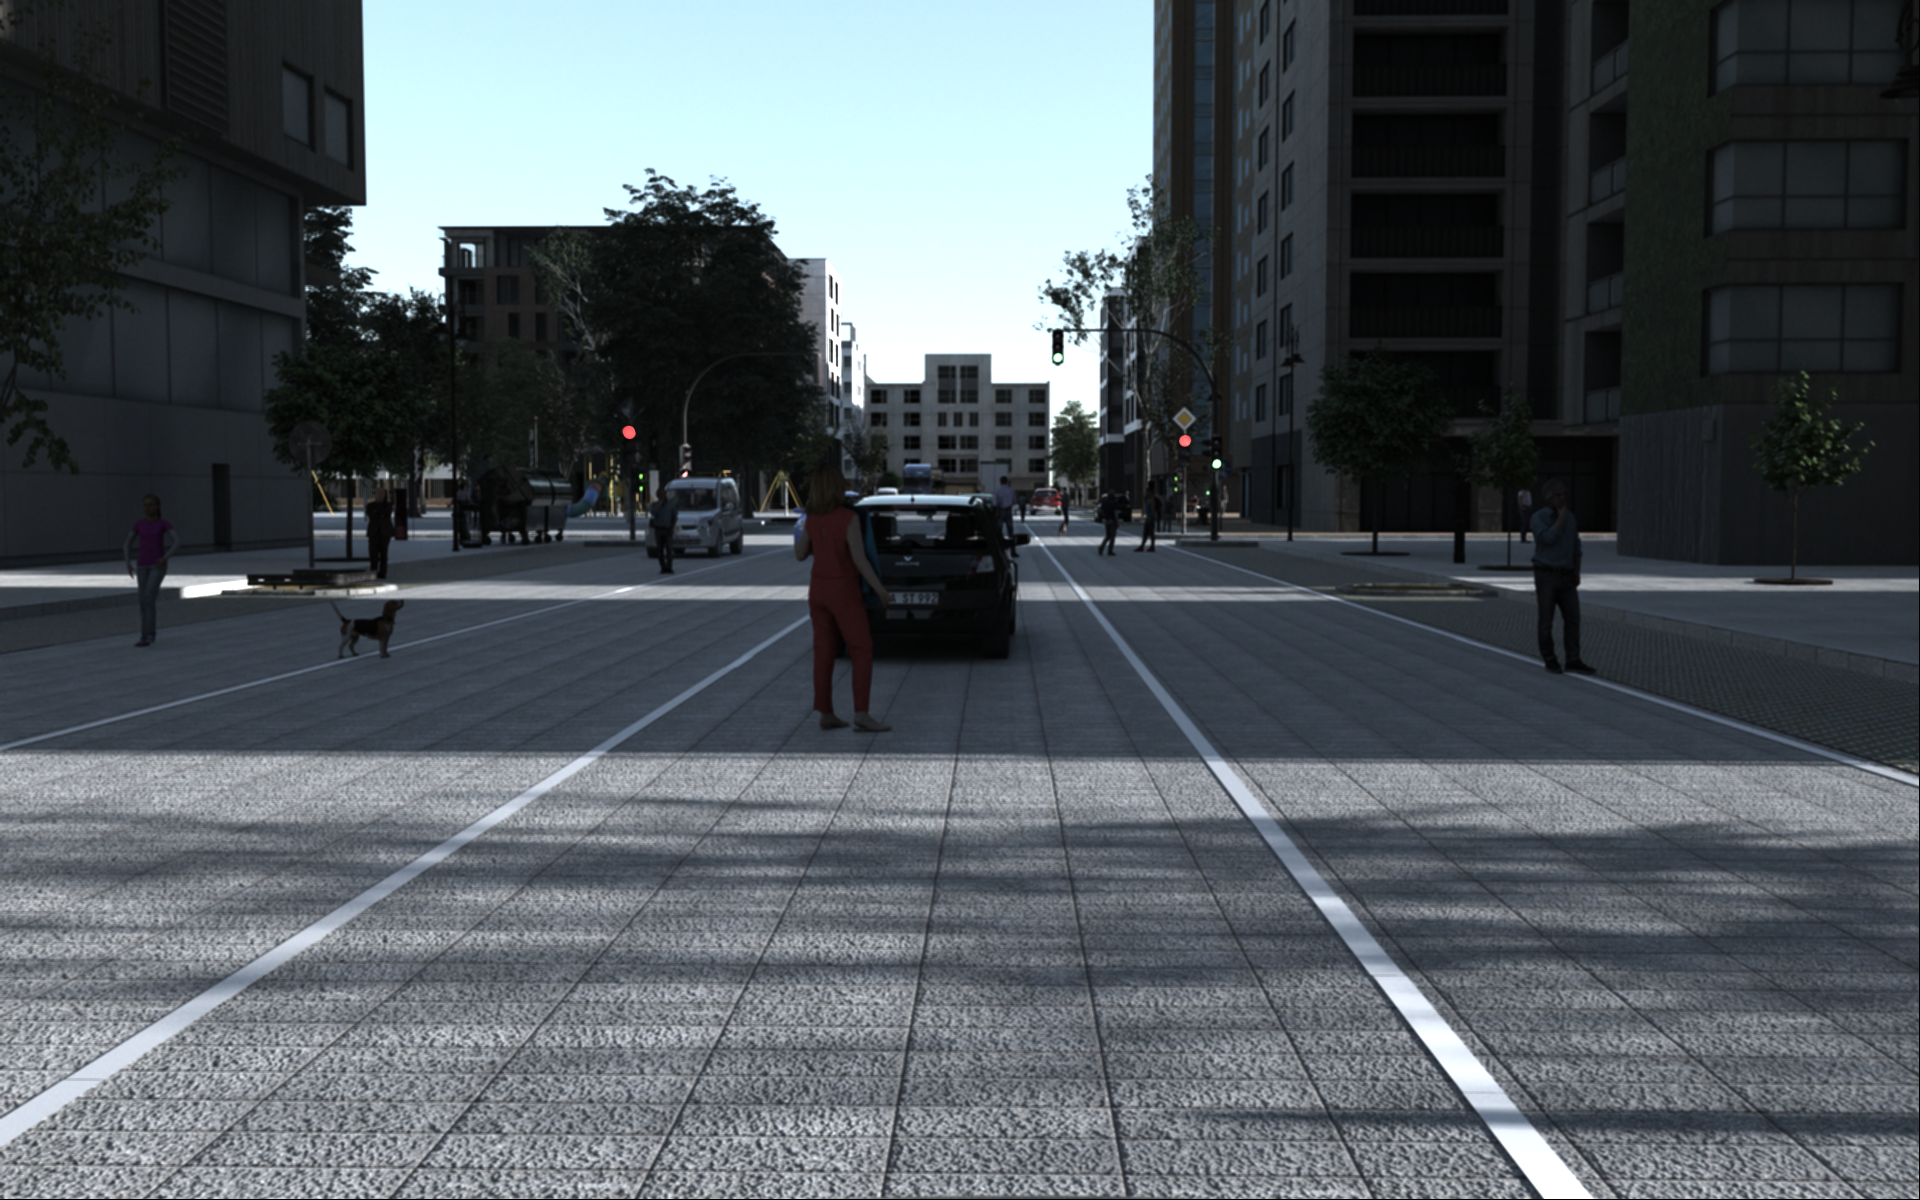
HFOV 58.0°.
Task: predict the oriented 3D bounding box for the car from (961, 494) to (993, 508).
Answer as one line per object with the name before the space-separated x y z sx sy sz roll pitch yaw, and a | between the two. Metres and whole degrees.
car | 0.548 -2.971 60.368 2.131 1.459 4.920 0 4 2

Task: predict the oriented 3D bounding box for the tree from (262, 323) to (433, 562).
tree | -11.777 -3.029 33.233 4.285 4.588 4.351 0 3 0

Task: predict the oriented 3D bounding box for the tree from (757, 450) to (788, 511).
tree | -14.416 -10.911 128.750 4.360 8.622 3.978 0 3 0

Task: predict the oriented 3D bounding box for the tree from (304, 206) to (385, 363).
tree | -26.398 -9.683 64.965 9.857 13.997 8.962 0 3 0

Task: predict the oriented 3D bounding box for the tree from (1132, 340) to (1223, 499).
tree | 10.026 -8.046 81.909 4.360 8.622 3.978 0 3 0

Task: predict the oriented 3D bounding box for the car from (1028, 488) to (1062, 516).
car | 5.743 -6.579 116.236 2.281 1.827 5.304 0 4 1

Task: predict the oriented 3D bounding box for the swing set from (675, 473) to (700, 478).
swing set | -19.521 -7.911 126.962 3.119 2.851 2.862 0 4 -2

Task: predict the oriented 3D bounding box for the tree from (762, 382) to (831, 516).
tree | -10.379 -9.200 100.782 4.737 8.622 4.395 0 3 0

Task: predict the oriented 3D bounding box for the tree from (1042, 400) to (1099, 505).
tree | 13.769 -17.769 208.651 7.486 12.596 7.792 0 3 0

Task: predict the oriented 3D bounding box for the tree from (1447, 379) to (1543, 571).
tree | 9.419 -2.130 29.431 1.663 3.219 1.824 0 3 0

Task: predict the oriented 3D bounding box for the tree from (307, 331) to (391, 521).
tree | -27.896 -7.587 74.408 4.737 8.622 4.395 0 3 0

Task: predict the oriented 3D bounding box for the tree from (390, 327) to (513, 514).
tree | -34.097 -11.762 110.435 7.486 12.596 7.792 0 3 0

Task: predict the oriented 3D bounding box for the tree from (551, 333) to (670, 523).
tree | -15.023 -7.740 76.904 4.737 8.622 4.395 0 3 0

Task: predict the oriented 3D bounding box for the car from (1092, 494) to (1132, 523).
car | 7.739 -4.763 87.661 2.009 1.686 4.222 0 4 1

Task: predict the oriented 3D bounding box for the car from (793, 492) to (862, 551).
car | -3.063 -2.007 42.398 1.945 1.707 3.694 0 4 2

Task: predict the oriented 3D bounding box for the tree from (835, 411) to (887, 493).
tree | -8.624 -12.240 150.485 4.360 8.622 3.978 0 3 0

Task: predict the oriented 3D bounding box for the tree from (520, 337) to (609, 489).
tree | -18.523 -8.046 81.914 4.360 8.622 3.978 0 3 0

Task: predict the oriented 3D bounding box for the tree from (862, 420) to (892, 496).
tree | -8.687 -13.547 171.853 4.737 8.622 4.395 0 3 0

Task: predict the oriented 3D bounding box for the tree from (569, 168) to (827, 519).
tree | -10.659 -9.926 68.951 9.857 13.997 8.962 0 3 0

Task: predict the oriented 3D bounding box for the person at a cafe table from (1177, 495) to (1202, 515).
person at a cafe table | 13.934 -5.778 105.332 1.726 1.238 1.698 -2 4 -29

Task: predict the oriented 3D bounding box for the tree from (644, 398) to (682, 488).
tree | -20.439 -10.539 122.668 4.360 8.622 3.978 0 3 0

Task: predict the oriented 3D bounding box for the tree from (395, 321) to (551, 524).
tree | -21.091 -7.624 75.017 4.737 8.622 4.395 0 3 0

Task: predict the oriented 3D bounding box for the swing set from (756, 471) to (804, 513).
swing set | -12.073 -7.360 117.948 2.862 2.851 3.119 0 4 0

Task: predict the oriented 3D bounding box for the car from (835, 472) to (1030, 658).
car | -0.340 -0.412 16.519 2.009 1.686 4.222 0 4 3

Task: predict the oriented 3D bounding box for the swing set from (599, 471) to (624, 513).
swing set | -24.918 -7.565 121.309 2.862 2.851 3.119 -1 4 -9

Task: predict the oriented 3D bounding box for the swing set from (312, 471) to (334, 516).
swing set | -38.420 -6.288 100.431 2.862 2.851 3.119 0 4 5

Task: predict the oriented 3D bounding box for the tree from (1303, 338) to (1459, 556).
tree | 8.776 -3.227 36.475 4.285 4.588 4.351 0 3 0

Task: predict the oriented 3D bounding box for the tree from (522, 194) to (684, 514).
tree | -20.451 -15.457 108.609 12.611 20.169 13.585 0 3 0

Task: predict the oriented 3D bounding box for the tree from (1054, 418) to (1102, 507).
tree | 11.898 -13.138 165.168 4.737 8.622 4.395 0 3 0

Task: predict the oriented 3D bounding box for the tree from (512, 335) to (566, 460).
tree | -31.641 -12.604 124.204 7.486 12.596 7.792 0 3 0

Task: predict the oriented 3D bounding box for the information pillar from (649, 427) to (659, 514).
information pillar | -10.721 -4.244 60.746 0.183 3.616 0.504 -3 5 -42

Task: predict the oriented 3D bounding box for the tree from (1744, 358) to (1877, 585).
tree | 11.892 -1.838 24.660 1.663 3.219 1.824 0 3 0

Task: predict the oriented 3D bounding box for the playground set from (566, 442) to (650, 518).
playground set | -19.947 -6.732 96.849 5.637 4.214 5.302 0 4 0

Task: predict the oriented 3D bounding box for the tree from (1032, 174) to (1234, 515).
tree | 10.625 -15.260 105.396 12.611 20.169 13.585 0 3 0

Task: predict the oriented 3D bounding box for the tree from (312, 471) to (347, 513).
tree | -53.017 -13.342 119.968 18.604 14.587 13.155 -3 5 -40

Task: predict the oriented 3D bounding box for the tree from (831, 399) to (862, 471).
tree | -10.355 -10.525 122.442 4.737 8.622 4.395 0 3 0

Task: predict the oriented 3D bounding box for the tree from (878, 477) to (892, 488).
tree | -8.404 -12.226 194.503 1.663 3.219 1.824 0 3 0

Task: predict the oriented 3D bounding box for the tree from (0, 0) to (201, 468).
tree | -11.999 -4.347 21.432 4.737 8.622 4.395 0 3 0

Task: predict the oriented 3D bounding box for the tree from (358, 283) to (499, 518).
tree | -29.990 -10.849 94.394 9.611 12.733 9.660 0 3 0

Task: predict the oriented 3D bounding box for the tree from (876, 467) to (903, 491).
tree | -8.351 -13.589 205.886 4.285 4.588 4.351 0 3 0

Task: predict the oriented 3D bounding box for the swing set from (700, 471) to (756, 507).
swing set | -15.587 -7.384 118.341 2.862 2.851 3.119 1 4 16
